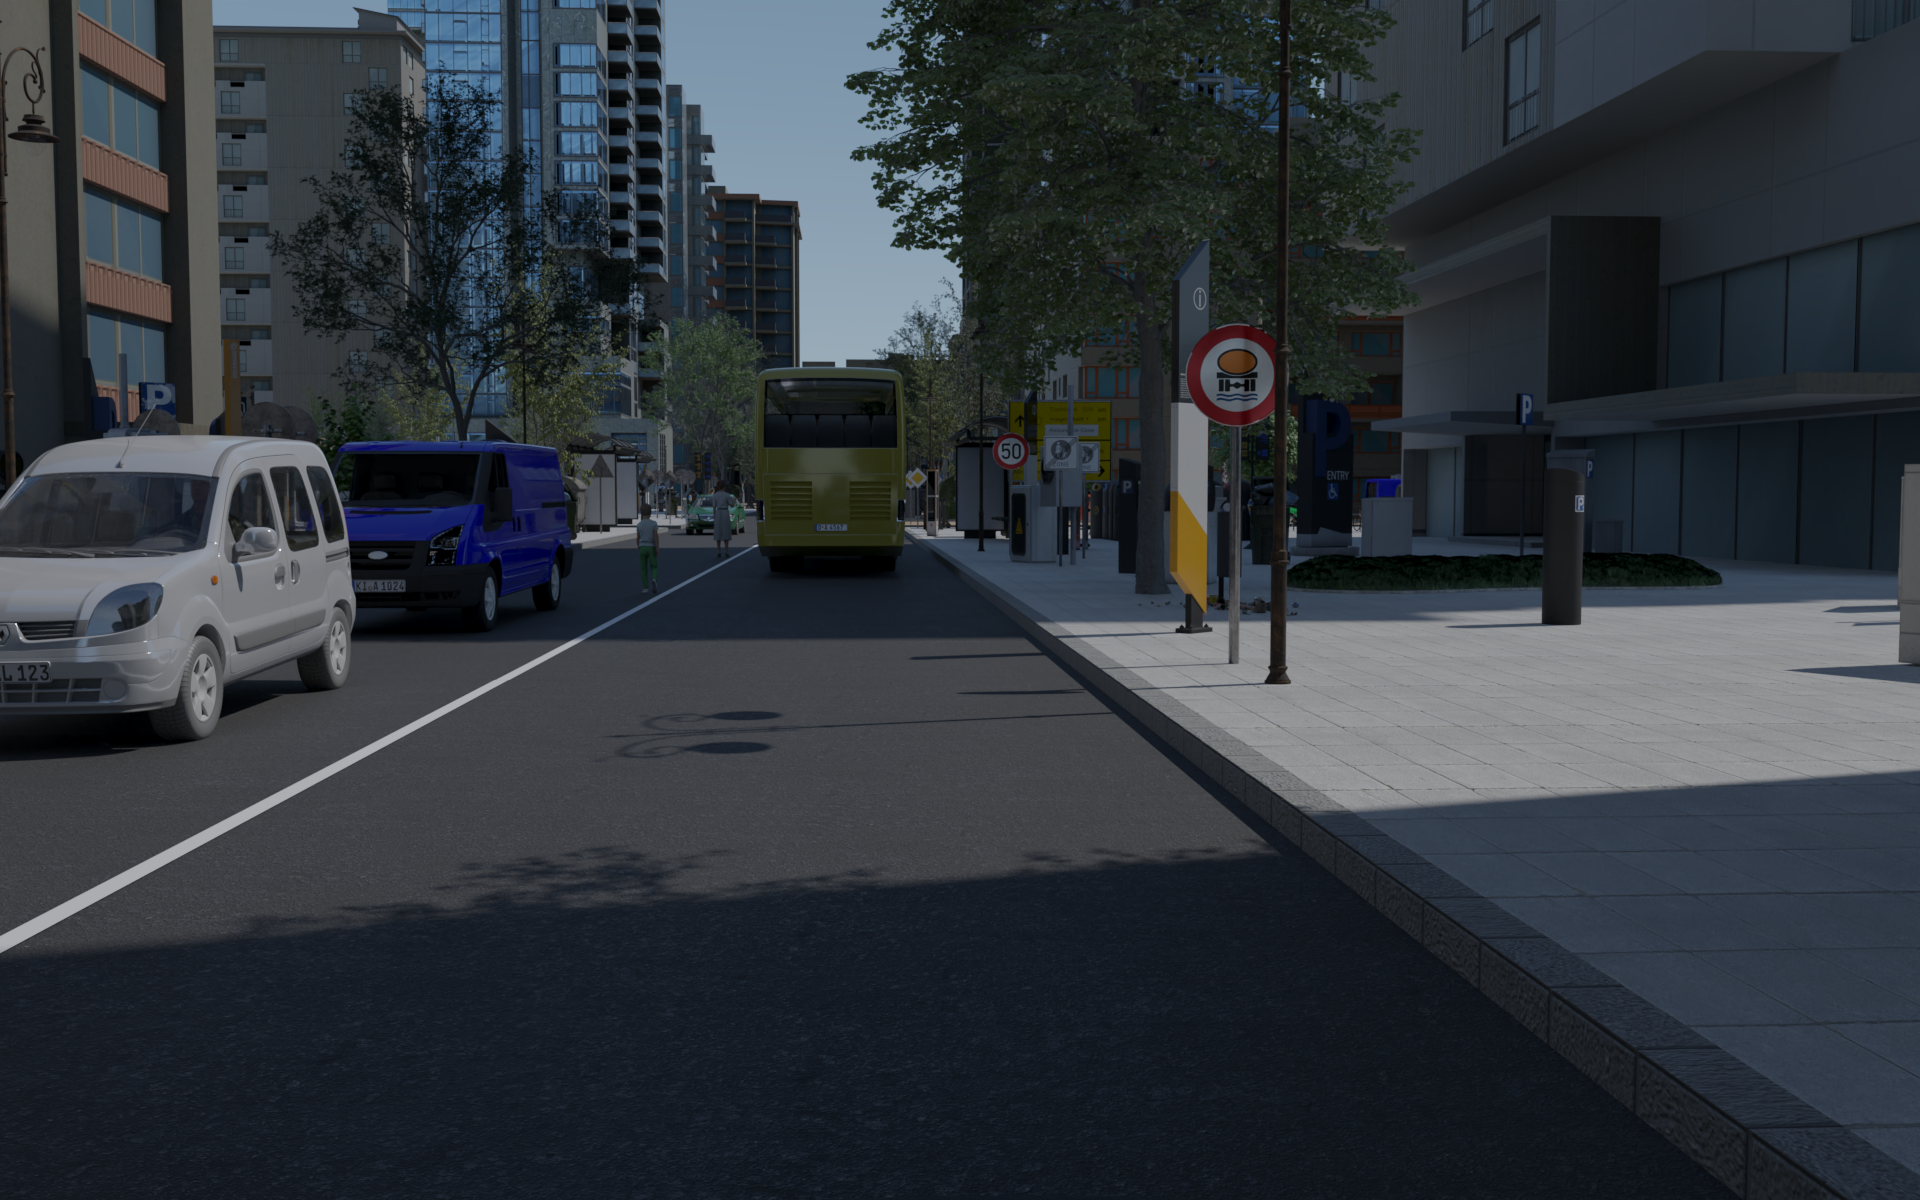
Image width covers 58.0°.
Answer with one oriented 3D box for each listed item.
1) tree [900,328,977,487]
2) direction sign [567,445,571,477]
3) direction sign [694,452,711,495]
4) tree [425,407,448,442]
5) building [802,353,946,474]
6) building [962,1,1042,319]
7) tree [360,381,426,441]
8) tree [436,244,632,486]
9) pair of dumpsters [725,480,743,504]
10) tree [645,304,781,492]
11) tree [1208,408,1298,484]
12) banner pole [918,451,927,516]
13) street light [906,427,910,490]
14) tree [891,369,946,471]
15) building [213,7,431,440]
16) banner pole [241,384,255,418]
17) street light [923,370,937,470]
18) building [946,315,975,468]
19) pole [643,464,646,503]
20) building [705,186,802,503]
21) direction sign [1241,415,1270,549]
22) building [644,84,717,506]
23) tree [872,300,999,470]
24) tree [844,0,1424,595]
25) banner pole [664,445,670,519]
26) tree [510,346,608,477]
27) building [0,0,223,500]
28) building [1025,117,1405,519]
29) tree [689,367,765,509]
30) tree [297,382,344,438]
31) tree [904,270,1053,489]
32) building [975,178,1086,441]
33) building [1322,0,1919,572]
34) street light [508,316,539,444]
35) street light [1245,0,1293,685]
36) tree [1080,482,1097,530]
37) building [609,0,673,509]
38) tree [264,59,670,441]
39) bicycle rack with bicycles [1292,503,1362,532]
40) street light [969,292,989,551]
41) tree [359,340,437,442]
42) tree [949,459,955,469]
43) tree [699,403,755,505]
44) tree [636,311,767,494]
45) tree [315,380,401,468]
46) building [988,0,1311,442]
[{"bbox_3d":[-0.947,-7.698,76.219,4.737,8.622,4.395,0,3,0],"label":"tree"},{"bbox_3d":[-17.259,-5.217,77.301,0.876,3.537,0.379,3,5,43],"label":"direction sign"},{"bbox_3d":[-13.964,-6.244,94.082,0.876,3.537,0.379,0,4,-5],"label":"direction sign"},{"bbox_3d":[-43.123,-11.506,138.477,4.360,8.622,3.978,0,3,0],"label":"tree"},{"bbox_3d":[-8.569,-25.007,253.895,28.899,21.520,27.650,0,4,-3],"label":"building"},{"bbox_3d":[8.864,-46.925,205.482,20.563,71.187,20.611,0,4,-3],"label":"building"},{"bbox_3d":[-36.327,-9.653,108.192,4.360,8.622,3.978,0,3,0],"label":"tree"},{"bbox_3d":[-12.084,-6.145,50.839,4.737,8.622,4.395,0,3,0],"label":"tree"},{"bbox_3d":[-16.133,-7.292,121.711,1.574,2.255,4.437,0,4,-3],"label":"pair of dumpsters"},{"bbox_3d":[-15.372,-12.301,111.483,12.009,13.543,11.850,0,3,0],"label":"tree"},{"bbox_3d":[9.757,-4.397,55.608,4.285,4.588,4.351,0,3,0],"label":"tree"},{"bbox_3d":[-2.218,-6.803,101.250,0.863,3.779,0.401,-3,5,-44],"label":"banner pole"},{"bbox_3d":[-2.848,-7.426,94.210,0.468,5.910,1.993,0,4,-3],"label":"street light"},{"bbox_3d":[-4.739,-13.090,139.782,9.928,11.665,9.643,0,3,0],"label":"tree"},{"bbox_3d":[-72.754,-37.151,196.665,27.495,52.752,28.713,0,4,-3],"label":"building"},{"bbox_3d":[-16.148,-3.005,39.150,0.401,3.779,0.863,2,4,28],"label":"banner pole"},{"bbox_3d":[-1.111,-5.632,64.864,0.468,5.910,1.993,0,4,-3],"label":"street light"},{"bbox_3d":[13.382,-20.641,182.520,27.650,21.520,28.899,0,4,-3],"label":"building"},{"bbox_3d":[-21.582,-7.625,118.518,0.158,3.312,0.155,0,3,0],"label":"pole"},{"bbox_3d":[-37.214,-36.318,248.423,28.867,44.769,22.147,0,4,-3],"label":"building"},{"bbox_3d":[6.791,-2.952,40.259,0.876,3.537,0.379,3,5,40],"label":"direction sign"},{"bbox_3d":[-44.023,-35.599,201.650,30.456,49.044,23.786,0,4,-3],"label":"building"},{"bbox_3d":[-1.539,-9.154,84.074,7.601,10.594,8.767,-1,4,-22],"label":"tree"},{"bbox_3d":[2.042,-6.351,21.970,7.486,12.596,7.792,0,3,0],"label":"tree"},{"bbox_3d":[-15.080,-6.049,88.912,0.401,3.779,0.863,0,4,-7],"label":"banner pole"},{"bbox_3d":[-19.258,-8.179,84.089,4.360,8.622,3.978,0,3,0],"label":"tree"},{"bbox_3d":[-33.497,-23.746,42.872,28.867,44.769,22.147,0,4,-3],"label":"building"},{"bbox_3d":[19.437,-15.493,98.347,28.899,21.520,27.650,0,4,-3],"label":"building"},{"bbox_3d":[-18.588,-14.404,152.507,9.611,12.733,9.660,0,3,0],"label":"tree"},{"bbox_3d":[-42.251,-9.949,113.022,4.737,8.622,4.395,0,3,0],"label":"tree"},{"bbox_3d":[0.630,-6.446,55.751,4.360,8.622,3.978,0,3,0],"label":"tree"},{"bbox_3d":[8.245,-23.753,160.063,14.160,30.474,14.107,0,4,-3],"label":"building"},{"bbox_3d":[25.103,-27.520,39.184,28.713,52.752,27.495,0,4,-3],"label":"building"},{"bbox_3d":[-10.772,-4.286,42.869,0.468,5.910,1.993,0,4,-3],"label":"street light"},{"bbox_3d":[2.154,-2.372,11.564,0.468,5.910,1.993,0,4,-3],"label":"street light"},{"bbox_3d":[4.435,-4.146,62.380,1.663,3.219,1.824,0,3,0],"label":"tree"},{"bbox_3d":[-37.764,-51.822,159.964,22.319,86.520,31.000,0,4,-3],"label":"building"},{"bbox_3d":[-10.433,-6.259,36.754,8.767,10.594,7.601,-1,4,-14],"label":"tree"},{"bbox_3d":[12.774,-2.851,59.996,2.852,0.926,2.925,0,4,-6],"label":"bicycle rack with bicycles"},{"bbox_3d":[0.476,-4.027,38.637,0.468,5.910,1.993,0,4,-3],"label":"street light"},{"bbox_3d":[-23.873,-7.814,78.128,4.737,8.622,4.395,0,3,0],"label":"tree"},{"bbox_3d":[0.729,-8.876,128.833,4.285,4.588,4.351,0,3,0],"label":"tree"},{"bbox_3d":[-17.220,-10.827,127.380,4.360,8.622,3.978,0,3,0],"label":"tree"},{"bbox_3d":[-14.651,-10.624,99.453,9.928,11.665,9.643,0,3,0],"label":"tree"},{"bbox_3d":[-10.290,-2.136,29.526,1.663,3.219,1.824,0,3,0],"label":"tree"},{"bbox_3d":[14.455,-50.121,132.150,22.319,86.520,31.000,0,4,-3],"label":"building"}]
